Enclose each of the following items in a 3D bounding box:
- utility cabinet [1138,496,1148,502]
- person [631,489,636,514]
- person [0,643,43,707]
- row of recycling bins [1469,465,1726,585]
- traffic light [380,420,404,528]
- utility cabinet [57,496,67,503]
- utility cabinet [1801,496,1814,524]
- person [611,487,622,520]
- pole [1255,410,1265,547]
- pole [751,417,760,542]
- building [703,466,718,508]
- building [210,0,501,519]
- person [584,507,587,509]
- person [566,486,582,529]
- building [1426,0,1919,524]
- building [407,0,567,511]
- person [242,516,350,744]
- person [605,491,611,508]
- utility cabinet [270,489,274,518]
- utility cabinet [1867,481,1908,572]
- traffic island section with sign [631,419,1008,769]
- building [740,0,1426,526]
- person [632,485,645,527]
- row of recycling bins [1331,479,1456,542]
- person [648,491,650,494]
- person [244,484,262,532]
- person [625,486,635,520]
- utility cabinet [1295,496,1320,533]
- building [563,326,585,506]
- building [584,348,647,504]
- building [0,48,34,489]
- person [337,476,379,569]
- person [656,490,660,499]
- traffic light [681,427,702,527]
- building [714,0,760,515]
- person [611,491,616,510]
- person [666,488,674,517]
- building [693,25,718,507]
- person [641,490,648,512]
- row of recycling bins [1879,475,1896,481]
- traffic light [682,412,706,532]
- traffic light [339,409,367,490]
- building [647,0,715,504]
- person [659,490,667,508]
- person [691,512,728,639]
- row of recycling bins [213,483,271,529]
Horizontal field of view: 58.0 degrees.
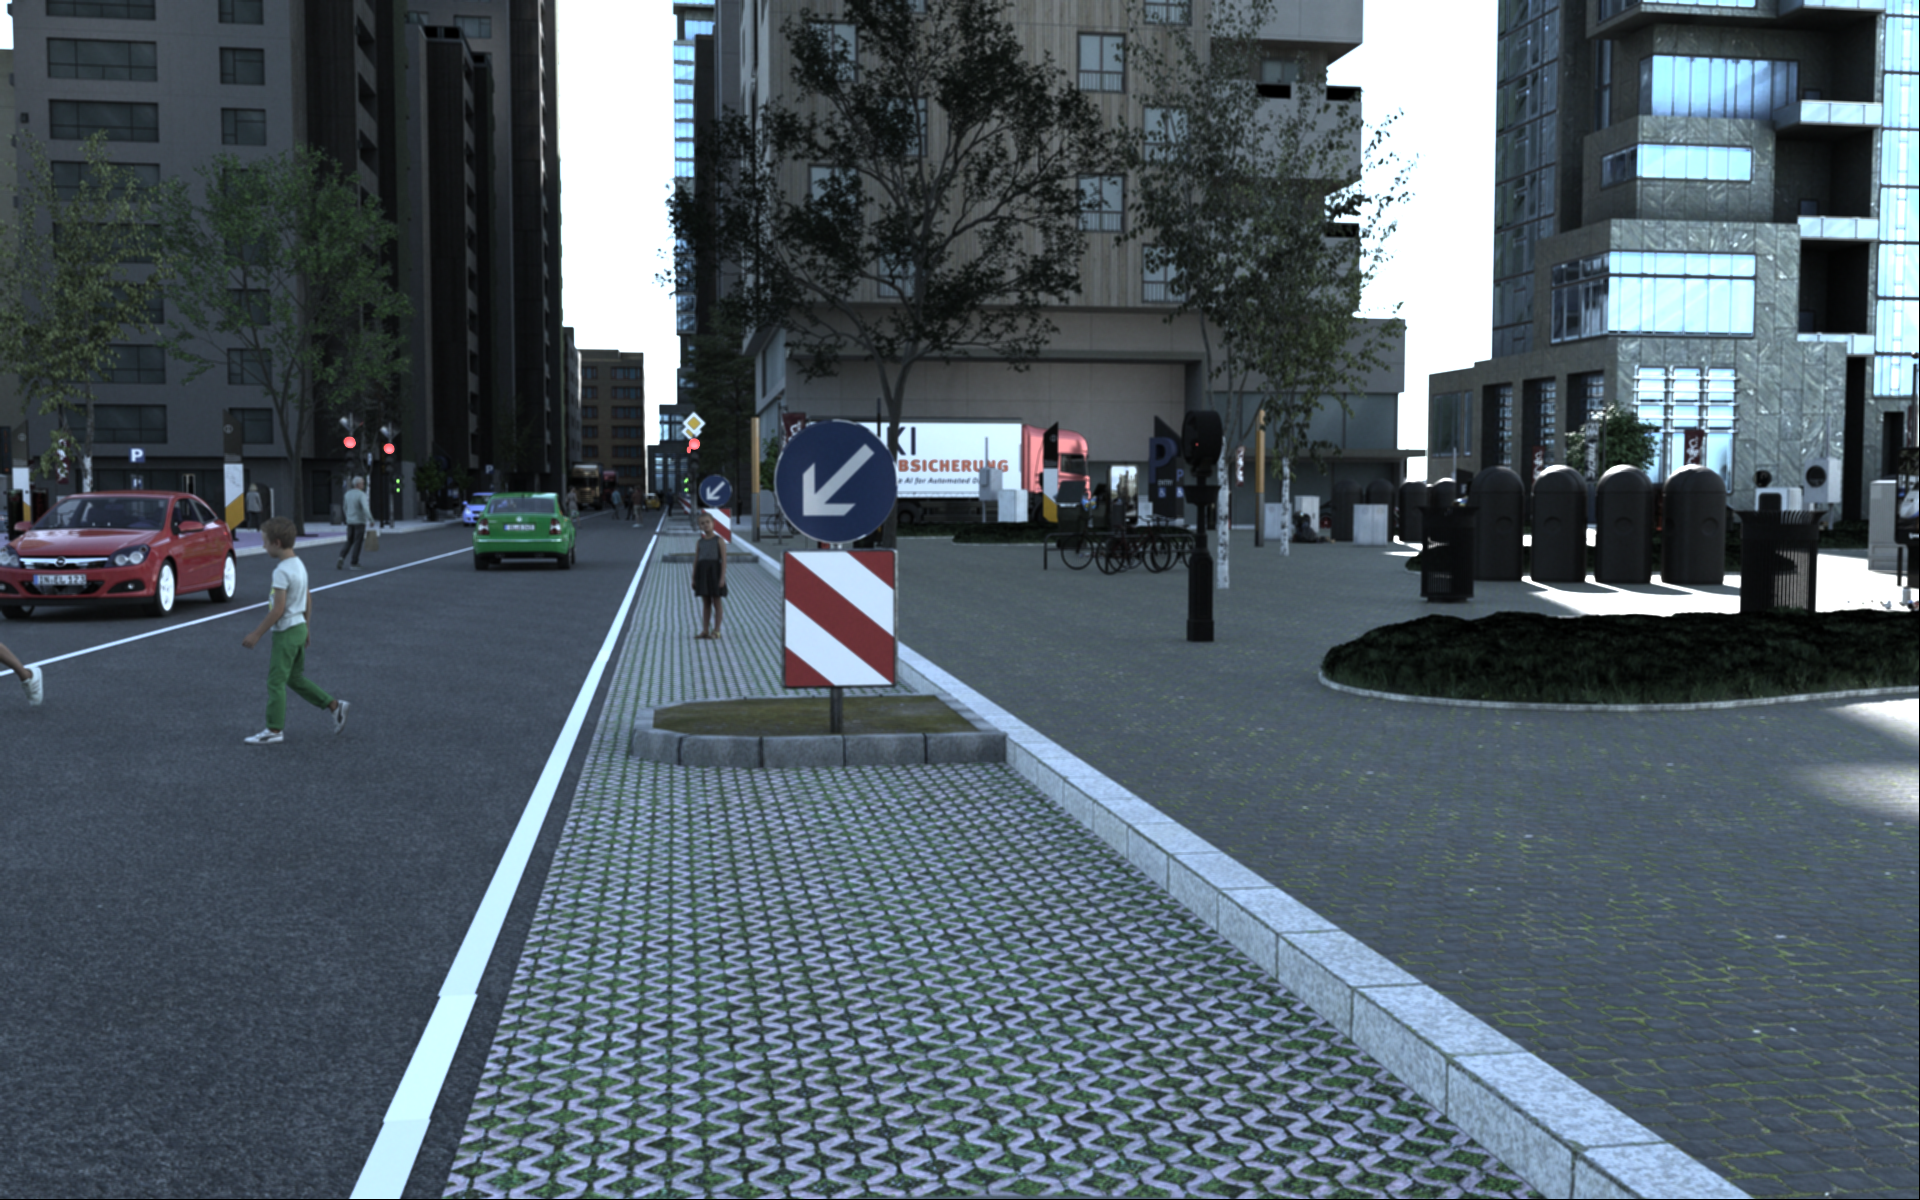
[{"bbox_3d":[6.754,-3.094,61.756,1.020,1.237,0.306,2,4,32],"label":"utility cabinet"},{"bbox_3d":[-22.867,-6.886,121.434,0.599,1.781,0.374,2,4,34],"label":"person"},{"bbox_3d":[-6.374,-0.119,11.188,0.466,1.731,0.760,2,4,31],"label":"person"},{"bbox_3d":[9.243,-1.110,25.261,3.534,1.692,1.069,1,4,22],"label":"row of recycling bins"},{"bbox_3d":[-21.397,-4.664,65.175,0.839,4.253,0.868,-1,4,-9],"label":"traffic light"},{"bbox_3d":[-26.090,-2.441,51.077,1.020,1.237,0.306,1,4,15],"label":"utility cabinet"},{"bbox_3d":[25.995,-2.610,53.838,0.306,1.237,1.020,-2,4,-31],"label":"utility cabinet"},{"bbox_3d":[-19.317,-5.424,97.037,0.748,1.841,0.638,-3,5,-44],"label":"person"},{"bbox_3d":[7.260,-2.941,41.929,0.158,3.312,0.155,0,3,0],"label":"pole"},{"bbox_3d":[-5.442,-3.198,46.136,0.158,3.312,0.155,0,3,0],"label":"pole"},{"bbox_3d":[-12.951,-43.923,156.385,20.563,71.187,20.611,-1,4,-9],"label":"building"},{"bbox_3d":[-36.524,-20.515,107.120,14.160,30.474,14.107,-1,4,-9],"label":"building"},{"bbox_3d":[-36.861,-9.843,169.874,0.683,1.767,0.568,2,4,33],"label":"person"},{"bbox_3d":[-15.974,-3.845,71.704,0.599,1.781,0.374,1,4,18],"label":"person"},{"bbox_3d":[40.538,-47.094,82.666,31.000,86.520,22.319,-1,4,-9],"label":"building"},{"bbox_3d":[-37.505,-27.325,130.353,14.154,41.232,14.086,-1,4,-9],"label":"building"},{"bbox_3d":[-3.848,0.166,10.035,0.590,1.304,0.306,-2,4,-27],"label":"person"},{"bbox_3d":[-36.555,-10.462,180.005,0.683,1.767,0.568,0,4,1],"label":"person"},{"bbox_3d":[-28.075,-3.704,69.236,0.318,1.500,1.173,3,5,42],"label":"utility cabinet"},{"bbox_3d":[15.424,-1.189,28.124,0.318,1.500,1.173,-3,4,-38],"label":"utility cabinet"},{"bbox_3d":[-0.881,-0.081,9.958,1.989,1.847,2.006,-1,4,-9],"label":"traffic island section with sign"},{"bbox_3d":[3.357,-30.031,80.241,27.495,52.752,28.713,-1,4,-9],"label":"building"},{"bbox_3d":[-14.156,-4.144,76.227,0.573,1.828,0.580,0,4,-3],"label":"person"},{"bbox_3d":[11.922,-2.451,47.192,3.534,1.692,1.069,0,4,3],"label":"row of recycling bins"},{"bbox_3d":[-38.746,-12.678,215.918,0.705,1.807,1.348,-2,4,-29],"label":"person"},{"bbox_3d":[-24.774,-3.173,60.560,0.709,1.800,0.728,1,4,9],"label":"person"},{"bbox_3d":[-18.251,-5.393,96.036,0.648,1.900,0.474,3,5,42],"label":"person"},{"bbox_3d":[11.590,-2.853,57.809,1.020,1.237,0.306,-3,5,-43],"label":"utility cabinet"},{"bbox_3d":[-58.793,-21.599,198.190,28.899,21.520,27.650,-1,4,-9],"label":"building"},{"bbox_3d":[-57.198,-23.775,233.760,28.899,21.520,27.650,-1,4,-9],"label":"building"},{"bbox_3d":[-105.551,-34.818,192.979,21.600,48.544,21.300,-1,4,-9],"label":"building"},{"bbox_3d":[-11.449,-1.465,32.941,0.782,1.767,0.515,2,4,27],"label":"person"},{"bbox_3d":[-29.737,-9.876,170.074,0.705,1.812,1.348,-2,4,-29],"label":"person"},{"bbox_3d":[-10.387,-4.776,67.008,0.839,4.253,0.868,-1,4,-9],"label":"traffic light"},{"bbox_3d":[-6.411,-35.369,120.282,21.231,58.520,28.212,-1,4,-9],"label":"building"},{"bbox_3d":[-31.579,-9.085,157.777,0.721,1.736,1.217,0,4,7],"label":"person"},{"bbox_3d":[-18.348,-6.168,109.532,0.419,1.800,0.721,1,4,17],"label":"person"},{"bbox_3d":[-16.408,-33.912,178.162,21.300,48.544,21.600,-1,4,-9],"label":"building"},{"bbox_3d":[-25.535,-8.022,140.063,0.834,1.777,0.661,0,4,4],"label":"person"},{"bbox_3d":[21.253,-1.801,36.562,3.534,1.692,1.069,2,4,24],"label":"row of recycling bins"},{"bbox_3d":[-9.082,-4.294,59.130,0.839,4.253,0.868,-1,4,-9],"label":"traffic light"},{"bbox_3d":[-20.092,-4.182,57.297,0.839,4.253,0.868,-1,4,-9],"label":"traffic light"},{"bbox_3d":[-27.005,-56.424,235.198,31.000,86.520,22.319,-1,4,-9],"label":"building"},{"bbox_3d":[-30.464,-10.298,176.500,1.348,1.869,0.705,0,4,6],"label":"person"},{"bbox_3d":[-2.462,-0.235,17.018,0.362,1.253,0.373,2,4,27],"label":"person"},{"bbox_3d":[-27.059,-3.553,65.203,3.534,1.692,1.069,3,5,43],"label":"row of recycling bins"}]
